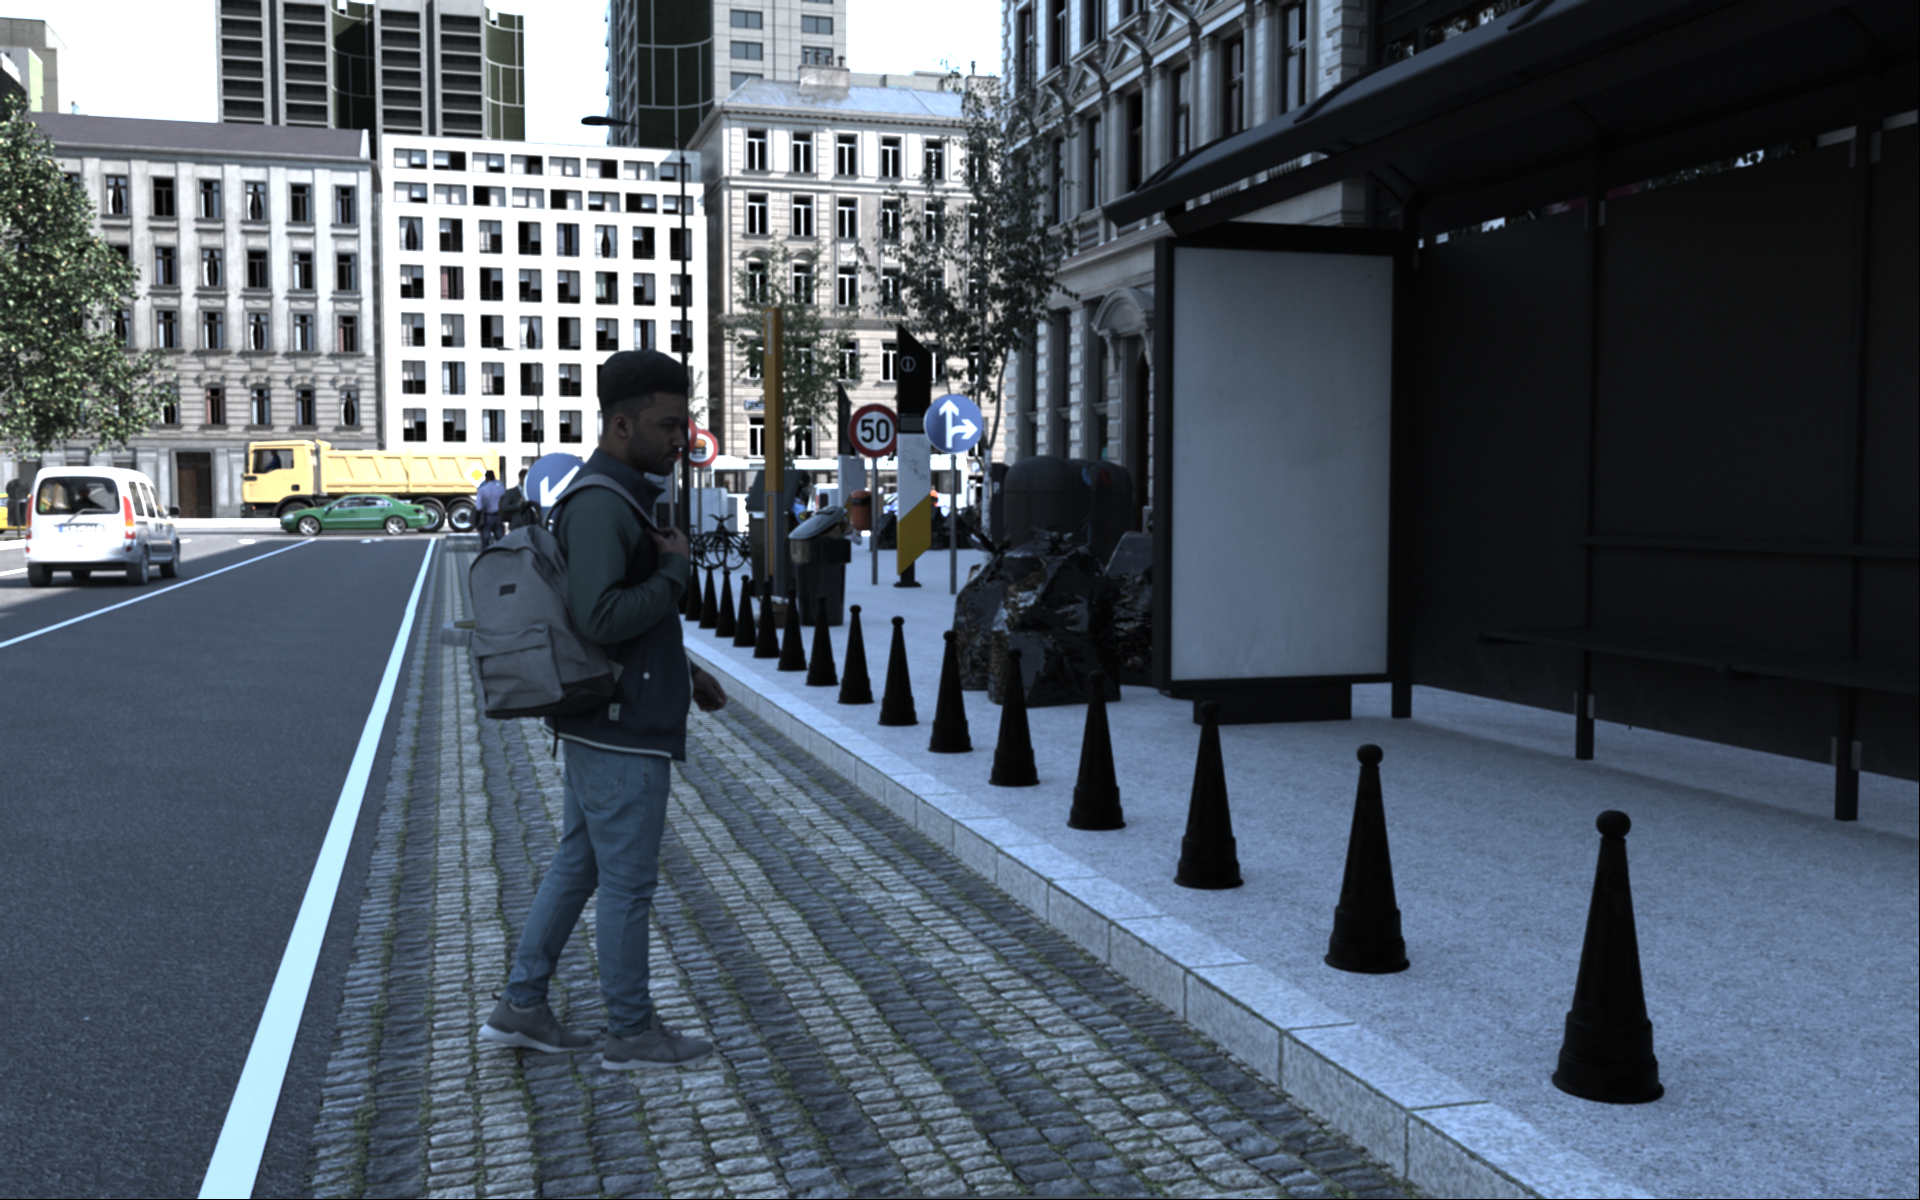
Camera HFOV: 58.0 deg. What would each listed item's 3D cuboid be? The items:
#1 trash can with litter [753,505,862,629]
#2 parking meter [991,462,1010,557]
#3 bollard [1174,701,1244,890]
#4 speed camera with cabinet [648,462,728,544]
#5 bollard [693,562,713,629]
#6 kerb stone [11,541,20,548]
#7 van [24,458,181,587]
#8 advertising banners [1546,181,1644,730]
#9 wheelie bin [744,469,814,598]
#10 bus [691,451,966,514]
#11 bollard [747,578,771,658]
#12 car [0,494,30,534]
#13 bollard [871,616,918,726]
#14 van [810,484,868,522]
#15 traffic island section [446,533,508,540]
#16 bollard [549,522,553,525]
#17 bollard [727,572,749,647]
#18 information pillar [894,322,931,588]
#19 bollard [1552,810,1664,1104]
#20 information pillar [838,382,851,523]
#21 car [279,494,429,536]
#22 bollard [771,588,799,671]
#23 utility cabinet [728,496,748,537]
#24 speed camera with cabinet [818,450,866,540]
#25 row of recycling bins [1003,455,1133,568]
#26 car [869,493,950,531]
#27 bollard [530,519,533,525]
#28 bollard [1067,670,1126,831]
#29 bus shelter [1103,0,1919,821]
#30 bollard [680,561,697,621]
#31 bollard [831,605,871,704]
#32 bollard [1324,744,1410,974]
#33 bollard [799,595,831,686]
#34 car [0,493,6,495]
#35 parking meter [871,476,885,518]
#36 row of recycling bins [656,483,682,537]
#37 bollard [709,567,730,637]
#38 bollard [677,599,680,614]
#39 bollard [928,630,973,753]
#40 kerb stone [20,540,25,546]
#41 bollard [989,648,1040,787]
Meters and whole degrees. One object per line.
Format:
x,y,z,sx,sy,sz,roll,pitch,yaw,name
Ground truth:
-1.519,-0.328,16.745,1.055,1.170,0.624,-3,4,-38,trash can with litter
0.777,-1.601,31.885,0.255,1.863,0.399,-3,4,-38,parking meter
0.822,0.632,5.706,0.229,0.601,0.229,0,3,0,bollard
-7.083,-3.093,44.914,2.038,3.252,0.660,1,4,11,speed camera with cabinet
-2.394,-0.033,16.579,0.229,0.601,0.229,0,3,0,bollard
-25.515,-1.489,46.548,0.120,0.150,1.000,-1,4,-16,kerb stone
-13.909,-1.299,28.245,2.013,2.044,4.112,-1,4,-15,van
4.118,-0.791,9.126,2.074,3.025,0.090,2,4,25,advertising banners
-2.258,-0.835,21.567,0.980,1.594,0.693,2,4,25,wheelie bin
-6.421,-5.257,80.819,13.247,3.499,2.948,-1,4,-15,bus
-1.517,0.149,13.606,0.229,0.601,0.229,0,3,0,bollard
-33.185,-3.175,62.134,3.980,1.641,2.015,-1,4,-16,car
-0.346,0.390,9.659,0.229,0.601,0.229,0,3,0,bollard
-4.339,-4.075,73.632,4.112,2.044,2.013,-1,4,-16,van
-15.224,-1.988,54.783,2.009,0.180,2.903,-1,4,-16,traffic island section
-10.588,-1.729,44.303,0.229,0.601,0.229,0,3,0,bollard
-1.807,0.088,14.599,0.229,0.601,0.229,0,3,0,bollard
-0.647,-1.985,23.811,0.504,3.616,0.183,-1,4,-20,information pillar
1.403,0.753,3.734,0.229,0.601,0.229,0,3,0,bollard
-2.452,-2.769,36.632,0.183,3.616,0.504,1,4,21,information pillar
-21.030,-2.959,60.178,4.920,1.459,2.131,-1,4,-16,car
-1.222,0.209,12.622,0.229,0.601,0.229,0,3,0,bollard
-7.033,-2.687,55.096,0.306,1.237,1.020,1,4,14,utility cabinet
-3.157,-3.165,46.087,0.660,3.252,2.038,-2,4,-26,speed camera with cabinet
1.235,-0.772,19.736,1.069,1.692,3.534,1,4,17,row of recycling bins
-2.209,-3.463,66.212,3.694,1.707,1.945,-1,4,-15,car
-12.627,-2.151,51.203,0.229,0.601,0.229,0,3,0,bollard
0.528,0.572,6.690,0.229,0.601,0.229,0,3,0,bollard
2.549,-0.817,7.287,2.014,3.302,5.546,-1,4,-17,bus shelter
-2.688,-0.094,17.580,0.229,0.601,0.229,0,3,0,bollard
-0.642,0.330,10.649,0.229,0.601,0.229,0,3,0,bollard
1.113,0.692,4.722,0.229,0.601,0.229,0,3,0,bollard
-0.928,0.269,11.638,0.229,0.601,0.229,0,3,0,bollard
-36.861,-3.621,68.006,4.718,1.807,1.959,-1,4,-18,car
-2.721,-3.166,57.475,0.399,1.863,0.255,-3,5,-40,parking meter
-9.972,-2.734,51.806,3.534,1.692,1.069,1,4,13,row of recycling bins
-2.098,0.028,15.584,0.229,0.601,0.229,0,3,0,bollard
-2.980,-0.155,18.571,0.229,0.601,0.229,0,3,0,bollard
-0.048,0.451,8.661,0.229,0.601,0.229,0,3,0,bollard
-25.810,-1.547,47.537,0.120,0.150,1.000,-1,4,-16,kerb stone
0.241,0.512,7.676,0.229,0.601,0.229,0,3,0,bollard
